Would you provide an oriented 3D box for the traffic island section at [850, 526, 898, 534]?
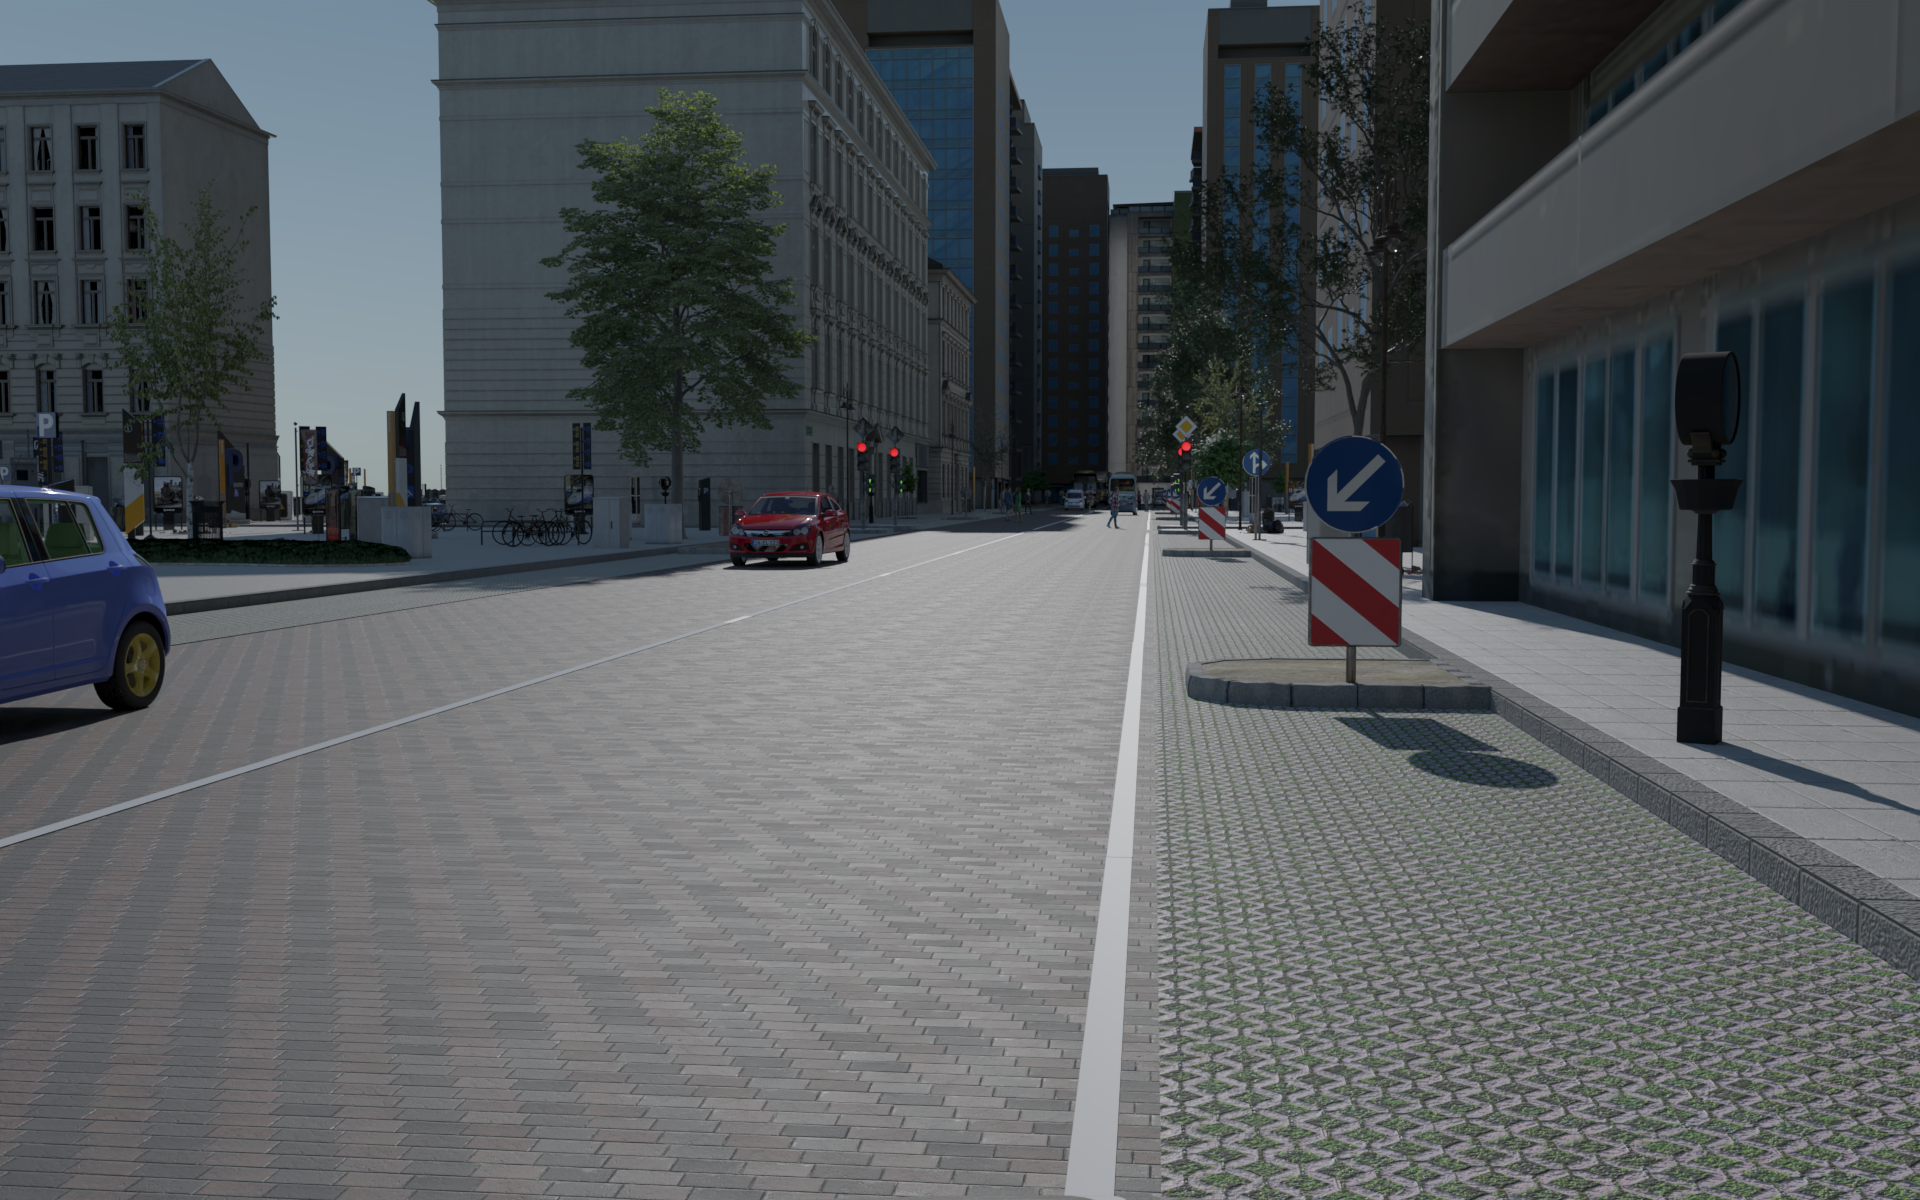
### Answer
[{"bbox_3d":[-3.558,-2.517,63.431,2.009,0.180,2.903,0,4,6],"label":"traffic island section"}]

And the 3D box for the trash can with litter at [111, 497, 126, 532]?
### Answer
[{"bbox_3d":[-28.236,-2.899,58.790,1.055,1.170,0.624,1,4,12],"label":"trash can with litter"}]

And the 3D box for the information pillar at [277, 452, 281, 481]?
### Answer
[{"bbox_3d":[-35.167,-5.989,89.281,0.504,3.616,0.183,3,5,40],"label":"information pillar"}]

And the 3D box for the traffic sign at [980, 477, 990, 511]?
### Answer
[{"bbox_3d":[1.864,-7.815,127.878,0.768,2.556,0.104,1,4,14],"label":"traffic sign"}]

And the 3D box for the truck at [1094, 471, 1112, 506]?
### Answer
[{"bbox_3d":[17.517,-13.965,217.247,2.839,4.237,11.283,0,4,8],"label":"truck"}]

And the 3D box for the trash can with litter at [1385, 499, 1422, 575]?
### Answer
[{"bbox_3d":[7.366,-1.015,27.645,2.233,1.210,1.678,1,4,16],"label":"trash can with litter"}]

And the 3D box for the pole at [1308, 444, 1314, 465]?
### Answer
[{"bbox_3d":[14.234,-4.676,70.292,0.158,3.312,0.155,0,3,0],"label":"pole"}]

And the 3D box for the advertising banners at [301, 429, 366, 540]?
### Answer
[{"bbox_3d":[-16.836,-3.079,46.533,2.074,3.025,0.090,1,4,20],"label":"advertising banners"}]

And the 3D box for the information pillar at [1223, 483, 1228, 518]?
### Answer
[{"bbox_3d":[14.406,-6.283,94.078,0.183,3.616,0.504,-1,4,-21],"label":"information pillar"}]

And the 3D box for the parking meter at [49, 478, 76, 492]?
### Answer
[{"bbox_3d":[-14.164,-1.159,27.366,0.372,1.533,0.369,0,3,0],"label":"parking meter"}]

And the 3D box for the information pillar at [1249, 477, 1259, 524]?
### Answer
[{"bbox_3d":[12.711,-4.305,74.882,0.304,2.012,0.304,-1,4,-11],"label":"information pillar"}]

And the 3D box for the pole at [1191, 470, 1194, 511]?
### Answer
[{"bbox_3d":[17.895,-8.540,133.477,0.158,3.312,0.155,0,3,0],"label":"pole"}]

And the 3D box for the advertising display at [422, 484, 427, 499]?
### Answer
[{"bbox_3d":[-33.338,-6.275,107.807,0.123,1.923,0.974,-2,4,-27],"label":"advertising display"}]

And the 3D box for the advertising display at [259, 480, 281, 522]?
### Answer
[{"bbox_3d":[-32.259,-4.634,80.986,0.974,1.923,0.123,-2,4,-35],"label":"advertising display"}]

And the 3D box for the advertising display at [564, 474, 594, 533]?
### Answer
[{"bbox_3d":[-12.479,-3.153,56.758,0.974,1.923,0.123,-2,4,-32],"label":"advertising display"}]

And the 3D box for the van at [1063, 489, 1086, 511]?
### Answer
[{"bbox_3d":[9.908,-8.731,149.755,2.013,2.044,4.112,0,4,6],"label":"van"}]

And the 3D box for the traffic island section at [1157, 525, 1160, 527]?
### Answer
[{"bbox_3d":[8.988,-2.923,70.079,2.009,0.180,2.903,0,4,6],"label":"traffic island section"}]

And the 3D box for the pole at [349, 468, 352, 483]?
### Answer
[{"bbox_3d":[-47.773,-8.678,135.721,0.158,3.312,0.155,0,3,0],"label":"pole"}]

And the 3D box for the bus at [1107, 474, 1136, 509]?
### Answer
[{"bbox_3d":[15.761,-10.629,168.649,2.948,3.499,13.247,0,4,5],"label":"bus"}]

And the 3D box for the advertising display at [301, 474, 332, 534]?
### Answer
[{"bbox_3d":[-20.651,-3.084,55.643,0.974,1.923,0.123,-3,5,-43],"label":"advertising display"}]

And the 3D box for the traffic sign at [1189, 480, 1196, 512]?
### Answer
[{"bbox_3d":[16.947,-7.581,126.084,0.606,2.300,0.079,1,4,15],"label":"traffic sign"}]

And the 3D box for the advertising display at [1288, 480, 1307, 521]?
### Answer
[{"bbox_3d":[15.906,-4.658,81.377,0.974,1.923,0.123,1,4,9],"label":"advertising display"}]

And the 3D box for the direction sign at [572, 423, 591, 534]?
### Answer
[{"bbox_3d":[-12.028,-3.863,55.156,0.876,3.537,0.379,3,4,38],"label":"direction sign"}]

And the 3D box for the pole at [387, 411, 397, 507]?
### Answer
[{"bbox_3d":[-13.921,-2.974,42.474,0.158,3.312,0.155,0,3,0],"label":"pole"}]

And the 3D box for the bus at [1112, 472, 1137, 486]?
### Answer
[{"bbox_3d":[17.836,-12.105,189.461,2.896,3.916,12.252,0,4,6],"label":"bus"}]

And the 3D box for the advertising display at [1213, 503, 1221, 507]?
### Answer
[{"bbox_3d":[12.679,-4.930,85.815,0.123,1.923,0.974,2,4,35],"label":"advertising display"}]

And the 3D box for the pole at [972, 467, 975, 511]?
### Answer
[{"bbox_3d":[1.020,-8.341,130.220,0.158,3.312,0.155,0,3,0],"label":"pole"}]

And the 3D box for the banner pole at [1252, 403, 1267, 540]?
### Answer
[{"bbox_3d":[8.367,-3.555,48.145,0.401,3.779,0.863,1,4,15],"label":"banner pole"}]

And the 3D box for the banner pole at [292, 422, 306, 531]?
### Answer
[{"bbox_3d":[-22.939,-4.302,60.348,0.401,3.779,0.863,2,4,24],"label":"banner pole"}]

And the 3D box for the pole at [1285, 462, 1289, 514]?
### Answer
[{"bbox_3d":[21.042,-7.194,111.458,0.158,3.312,0.155,0,3,0],"label":"pole"}]

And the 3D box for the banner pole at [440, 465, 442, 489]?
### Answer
[{"bbox_3d":[-43.795,-9.555,146.241,0.401,3.779,0.863,-1,4,-17],"label":"banner pole"}]

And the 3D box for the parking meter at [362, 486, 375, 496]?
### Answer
[{"bbox_3d":[-17.875,-2.691,52.412,0.372,1.533,0.369,0,3,0],"label":"parking meter"}]

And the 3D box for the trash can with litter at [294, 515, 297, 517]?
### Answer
[{"bbox_3d":[-37.896,-5.271,97.246,2.233,1.210,1.678,0,4,6],"label":"trash can with litter"}]

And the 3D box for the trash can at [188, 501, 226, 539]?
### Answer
[{"bbox_3d":[-16.110,-1.556,37.090,0.748,1.137,0.748,0,3,0],"label":"trash can"}]

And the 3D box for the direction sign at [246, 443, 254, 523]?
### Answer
[{"bbox_3d":[-31.574,-5.190,76.854,0.379,3.537,0.876,-2,4,-26],"label":"direction sign"}]

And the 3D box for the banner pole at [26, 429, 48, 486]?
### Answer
[{"bbox_3d":[-35.623,-4.695,66.774,0.863,3.779,0.401,-2,4,-30],"label":"banner pole"}]

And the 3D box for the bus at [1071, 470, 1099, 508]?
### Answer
[{"bbox_3d":[13.285,-11.755,183.737,2.896,3.916,12.252,0,4,4],"label":"bus"}]

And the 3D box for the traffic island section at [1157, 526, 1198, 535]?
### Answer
[{"bbox_3d":[8.112,-2.438,62.142,2.009,0.180,2.903,0,4,6],"label":"traffic island section"}]

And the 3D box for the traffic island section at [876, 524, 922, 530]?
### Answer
[{"bbox_3d":[-2.682,-3.002,71.368,2.009,0.180,2.903,0,4,6],"label":"traffic island section"}]

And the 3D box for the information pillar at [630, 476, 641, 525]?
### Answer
[{"bbox_3d":[-13.554,-4.149,72.328,0.304,2.012,0.304,1,4,20],"label":"information pillar"}]

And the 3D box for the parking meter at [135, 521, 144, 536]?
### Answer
[{"bbox_3d":[-25.301,-2.741,53.219,0.372,1.533,0.369,0,3,0],"label":"parking meter"}]

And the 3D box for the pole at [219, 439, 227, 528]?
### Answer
[{"bbox_3d":[-27.569,-4.336,64.744,0.158,3.312,0.155,0,3,0],"label":"pole"}]

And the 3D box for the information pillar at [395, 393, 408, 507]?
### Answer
[{"bbox_3d":[-12.883,-2.973,39.958,0.183,3.616,0.504,0,4,3],"label":"information pillar"}]

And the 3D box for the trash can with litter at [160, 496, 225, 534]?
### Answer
[{"bbox_3d":[-24.971,-2.763,56.240,2.233,1.210,1.678,1,4,23],"label":"trash can with litter"}]

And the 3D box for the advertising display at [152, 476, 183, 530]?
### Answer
[{"bbox_3d":[-28.263,-3.462,61.813,0.974,1.923,0.123,-2,4,-35],"label":"advertising display"}]

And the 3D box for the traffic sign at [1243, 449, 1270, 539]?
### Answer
[{"bbox_3d":[8.359,-2.983,48.880,0.768,2.556,0.104,1,4,10],"label":"traffic sign"}]

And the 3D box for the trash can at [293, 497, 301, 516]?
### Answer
[{"bbox_3d":[-38.848,-5.473,101.141,0.748,1.137,0.748,0,3,0],"label":"trash can"}]

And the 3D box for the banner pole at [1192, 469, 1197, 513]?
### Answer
[{"bbox_3d":[15.915,-7.792,117.414,0.401,3.779,0.863,-1,4,-17],"label":"banner pole"}]

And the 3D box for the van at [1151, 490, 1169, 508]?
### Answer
[{"bbox_3d":[20.875,-10.561,179.681,2.013,2.044,4.112,0,4,5],"label":"van"}]

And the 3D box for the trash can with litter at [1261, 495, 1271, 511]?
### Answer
[{"bbox_3d":[24.145,-7.532,134.208,1.678,1.210,2.233,-3,5,-39],"label":"trash can with litter"}]

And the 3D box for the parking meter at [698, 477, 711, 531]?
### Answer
[{"bbox_3d":[-8.970,-3.366,60.741,0.399,1.863,0.255,-2,4,-31],"label":"parking meter"}]

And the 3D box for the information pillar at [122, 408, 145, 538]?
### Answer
[{"bbox_3d":[-22.480,-3.408,47.082,0.504,3.616,0.183,-1,4,-12],"label":"information pillar"}]
